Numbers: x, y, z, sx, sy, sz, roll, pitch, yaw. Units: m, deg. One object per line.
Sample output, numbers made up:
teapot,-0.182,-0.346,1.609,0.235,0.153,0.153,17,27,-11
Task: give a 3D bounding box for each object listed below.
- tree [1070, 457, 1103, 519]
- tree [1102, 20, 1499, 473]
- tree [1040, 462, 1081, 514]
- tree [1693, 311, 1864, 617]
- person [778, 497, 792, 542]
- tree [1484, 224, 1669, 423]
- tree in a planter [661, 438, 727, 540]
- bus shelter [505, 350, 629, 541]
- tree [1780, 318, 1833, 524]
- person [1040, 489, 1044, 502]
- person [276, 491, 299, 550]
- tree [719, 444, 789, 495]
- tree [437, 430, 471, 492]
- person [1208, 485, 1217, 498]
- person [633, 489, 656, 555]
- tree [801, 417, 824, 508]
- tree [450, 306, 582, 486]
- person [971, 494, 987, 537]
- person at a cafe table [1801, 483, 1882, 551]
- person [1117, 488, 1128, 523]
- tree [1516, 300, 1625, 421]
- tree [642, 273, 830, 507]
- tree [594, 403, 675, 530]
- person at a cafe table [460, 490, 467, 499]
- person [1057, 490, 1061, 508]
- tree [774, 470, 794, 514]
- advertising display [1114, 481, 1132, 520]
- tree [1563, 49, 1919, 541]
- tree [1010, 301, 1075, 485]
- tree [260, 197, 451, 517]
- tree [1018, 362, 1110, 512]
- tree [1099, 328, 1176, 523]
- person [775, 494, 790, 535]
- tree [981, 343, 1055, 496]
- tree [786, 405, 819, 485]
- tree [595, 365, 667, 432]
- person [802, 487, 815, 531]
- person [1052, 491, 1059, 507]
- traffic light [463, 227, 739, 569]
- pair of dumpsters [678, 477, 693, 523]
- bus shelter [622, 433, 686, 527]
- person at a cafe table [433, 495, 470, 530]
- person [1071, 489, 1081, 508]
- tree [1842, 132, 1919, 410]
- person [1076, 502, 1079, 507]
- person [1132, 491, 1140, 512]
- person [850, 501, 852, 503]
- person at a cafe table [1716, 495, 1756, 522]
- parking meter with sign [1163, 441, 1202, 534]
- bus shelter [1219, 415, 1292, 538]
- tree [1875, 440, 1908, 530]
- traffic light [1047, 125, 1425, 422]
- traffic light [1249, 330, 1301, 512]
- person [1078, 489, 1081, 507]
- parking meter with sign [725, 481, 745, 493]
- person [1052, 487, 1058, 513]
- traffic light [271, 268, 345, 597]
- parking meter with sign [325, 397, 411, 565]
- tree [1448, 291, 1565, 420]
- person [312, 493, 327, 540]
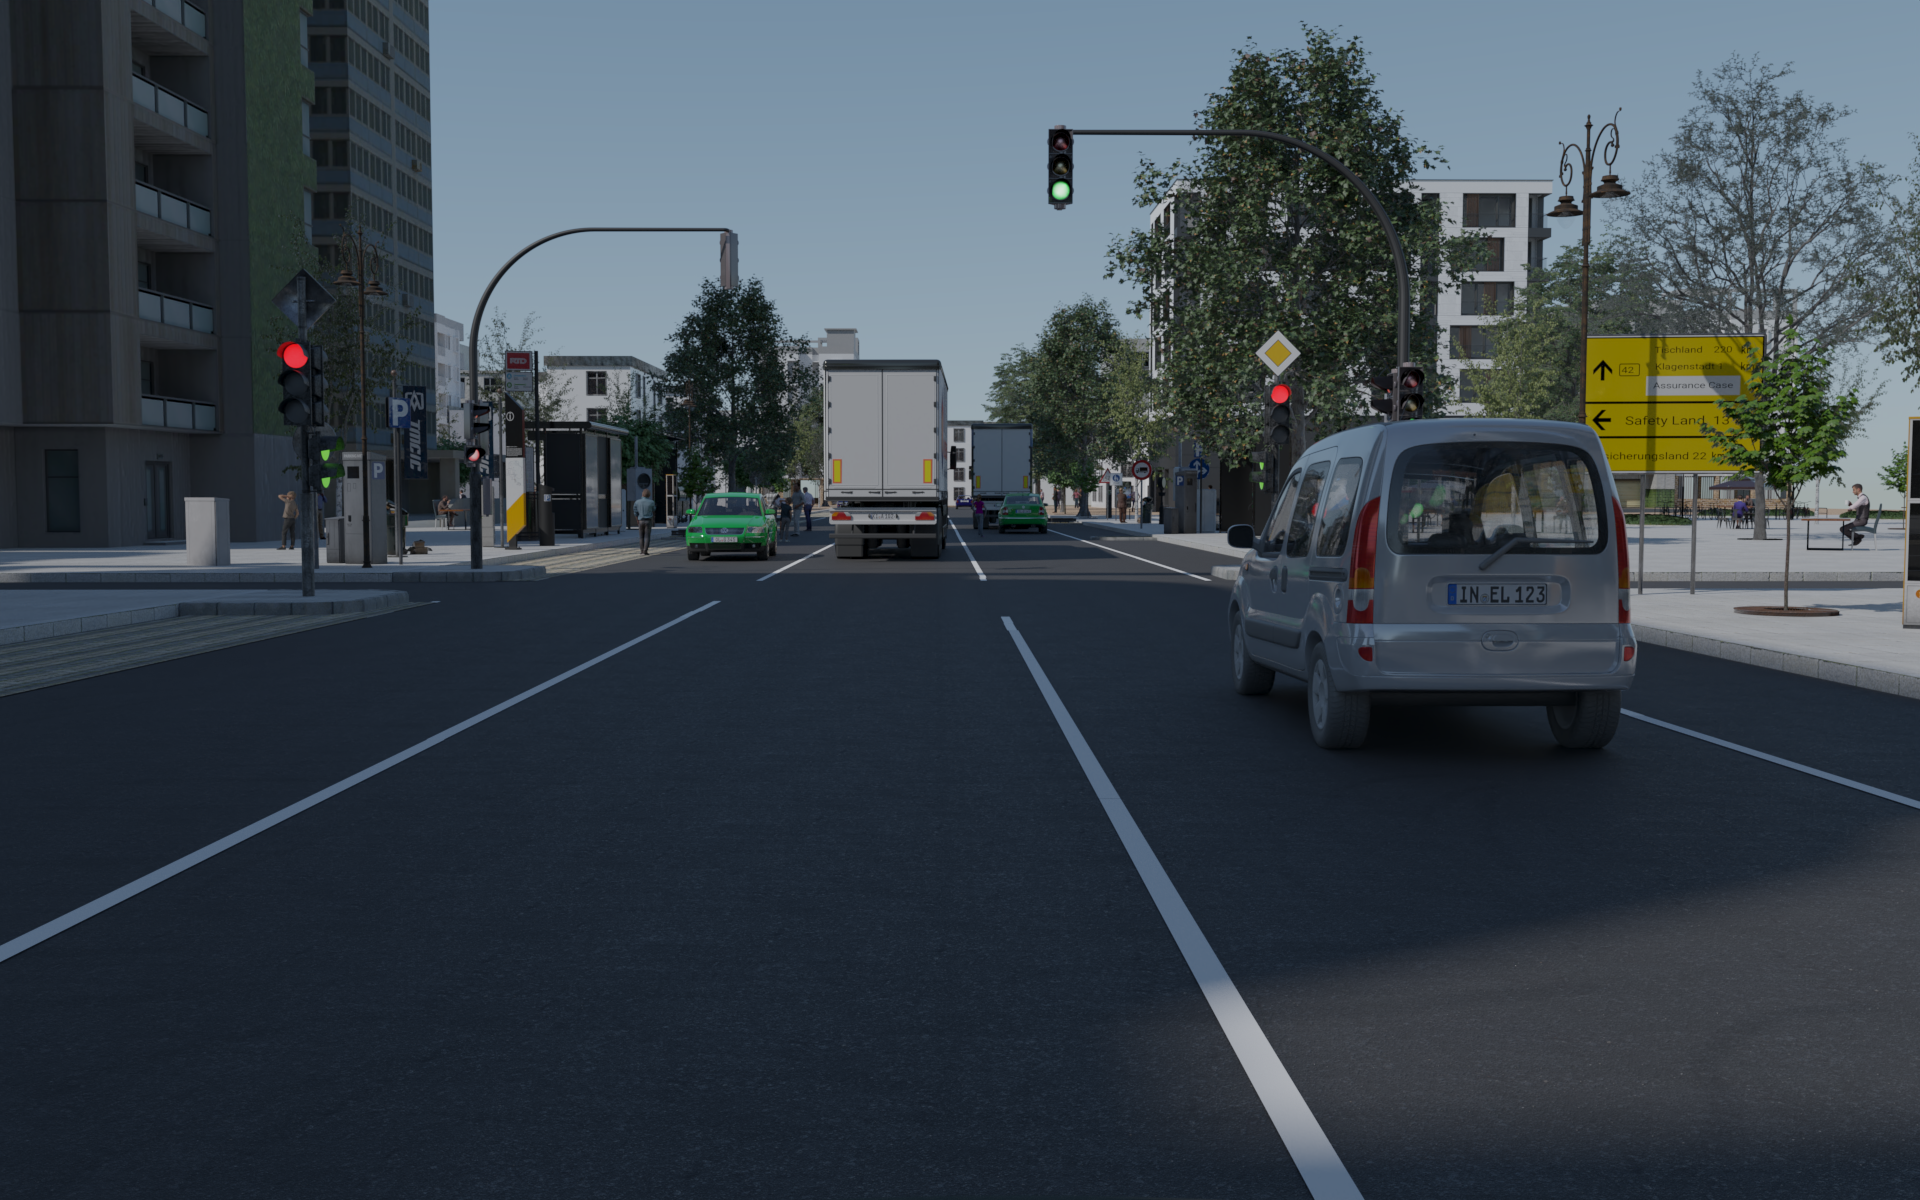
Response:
tree,6.820,-5.884,90.812,1.663,3.219,1.824,0,3,0
tree,8.333,-7.678,42.539,9.611,12.733,9.660,0,3,0
tree,6.745,-7.697,109.555,4.285,4.588,4.351,0,3,0
tree,8.730,-1.463,18.525,1.663,3.219,1.824,0,3,0
person,-5.242,-2.417,51.927,0.435,1.345,0.340,0,4,-3
tree,29.706,-10.825,83.643,9.857,13.997,8.962,0,3,0
tree in a planter,-8.331,-3.519,54.759,1.991,3.239,1.994,0,4,-1
bus shelter,-11.666,-4.500,51.212,2.179,5.291,8.768,0,4,-1
tree,36.327,-7.481,72.679,4.360,8.622,3.978,0,3,0
person,6.751,-8.341,143.362,0.436,1.711,0.756,2,4,27
person,-15.480,-1.829,39.860,0.340,1.345,0.435,1,4,19
tree,-12.151,-7.002,98.203,4.285,4.588,4.351,0,3,0
tree,-25.909,-6.422,88.719,4.285,4.588,4.351,0,3,0
person,15.887,-6.387,110.095,1.348,1.869,0.705,-3,4,-36
person,-7.326,-1.803,40.198,0.499,1.552,0.429,2,4,26
tree,-13.244,-13.014,163.134,4.360,8.622,3.978,0,3,0
tree,-17.552,-7.240,68.739,4.360,8.622,3.978,0,3,0
person,0.676,-2.815,57.753,0.726,1.434,0.776,1,4,15
person at a cafe table,20.142,-1.900,39.578,1.622,1.524,1.698,2,4,27
person,7.196,-4.198,76.947,0.482,1.546,0.388,2,4,34
tree,35.808,-11.128,100.067,7.486,12.596,7.792,0,3,0
tree,-11.696,-10.500,88.684,9.611,12.733,9.660,0,3,0
tree,-11.921,-4.808,62.323,4.285,4.588,4.351,0,3,0
person at a cafe table,-28.079,-5.412,97.000,1.622,1.524,1.698,3,5,40
person,8.611,-9.013,153.855,0.568,1.767,0.683,2,4,31
tree,-11.911,-7.294,113.859,1.663,3.219,1.824,0,3,0
advertising display,8.123,-4.960,86.312,0.974,1.923,0.123,-2,4,-31
tree,22.252,-8.422,48.076,12.009,13.543,11.850,0,3,0
tree,7.152,-11.111,98.667,9.611,12.733,9.660,0,3,0
tree,-15.676,-5.710,43.728,4.360,8.622,3.978,0,3,0
tree,7.503,-12.415,121.113,7.486,12.596,7.792,0,3,0
tree,7.939,-7.721,76.606,4.737,8.622,4.395,0,3,0
person,-6.223,-2.995,60.659,0.799,1.438,0.628,2,4,24
tree,6.630,-14.567,144.822,9.857,13.997,8.962,0,3,0
tree,-12.959,-11.282,134.826,4.737,8.622,4.395,0,3,0
tree,-18.670,-9.056,98.425,4.737,8.622,4.395,0,3,0
person,-5.946,-3.522,67.027,0.436,1.711,0.756,3,5,44
person,9.579,-10.231,173.843,0.750,1.759,0.617,0,4,3
traffic light,-6.183,-3.364,29.669,4.771,5.953,1.251,0,4,-1
pair of dumpsters,-12.860,-4.536,76.656,1.574,2.255,4.437,0,4,-1
bus shelter,-12.295,-4.789,69.579,1.731,3.624,6.357,0,4,-1
person at a cafe table,-18.051,-3.135,62.124,1.726,1.238,1.698,1,4,19
person,10.668,-9.243,157.892,1.217,1.743,0.721,3,4,36
tree,19.786,-5.151,34.586,4.360,8.622,3.978,0,3,0
person,11.214,-9.760,166.539,0.530,1.710,0.541,0,4,-4
person,12.411,-7.061,122.427,0.756,1.711,0.436,-1,4,-9
person,-9.500,-8.237,146.371,0.628,1.438,0.799,3,5,44
person at a cafe table,36.391,-4.257,80.464,1.726,1.238,1.698,-3,5,-40
parking meter with sign,7.286,-3.654,55.999,1.738,3.016,0.543,-3,5,-45
bus shelter,9.066,-3.827,53.855,1.731,3.624,6.357,0,4,-1
tree,33.960,-4.154,62.527,1.663,3.219,1.824,0,3,0
traffic light,3.450,-2.874,21.659,4.771,5.953,1.251,0,4,-1
traffic light,5.426,-2.501,29.815,0.839,4.253,0.868,0,4,-1
person,12.265,-10.387,176.010,1.348,1.807,0.705,-3,5,-40
parking meter with sign,-12.841,-6.413,101.118,1.738,3.016,0.543,-1,4,-15
person,6.476,-6.859,118.210,0.705,1.821,1.348,1,4,12
traffic light,-8.159,-2.000,21.620,0.839,4.253,0.868,0,4,-1
parking meter with sign,-10.905,-2.171,31.755,1.738,3.016,0.543,2,4,26
tree,19.716,-6.839,62.180,4.737,8.622,4.395,0,3,0
person,-18.001,-2.479,48.636,0.319,1.574,0.516,2,4,28
